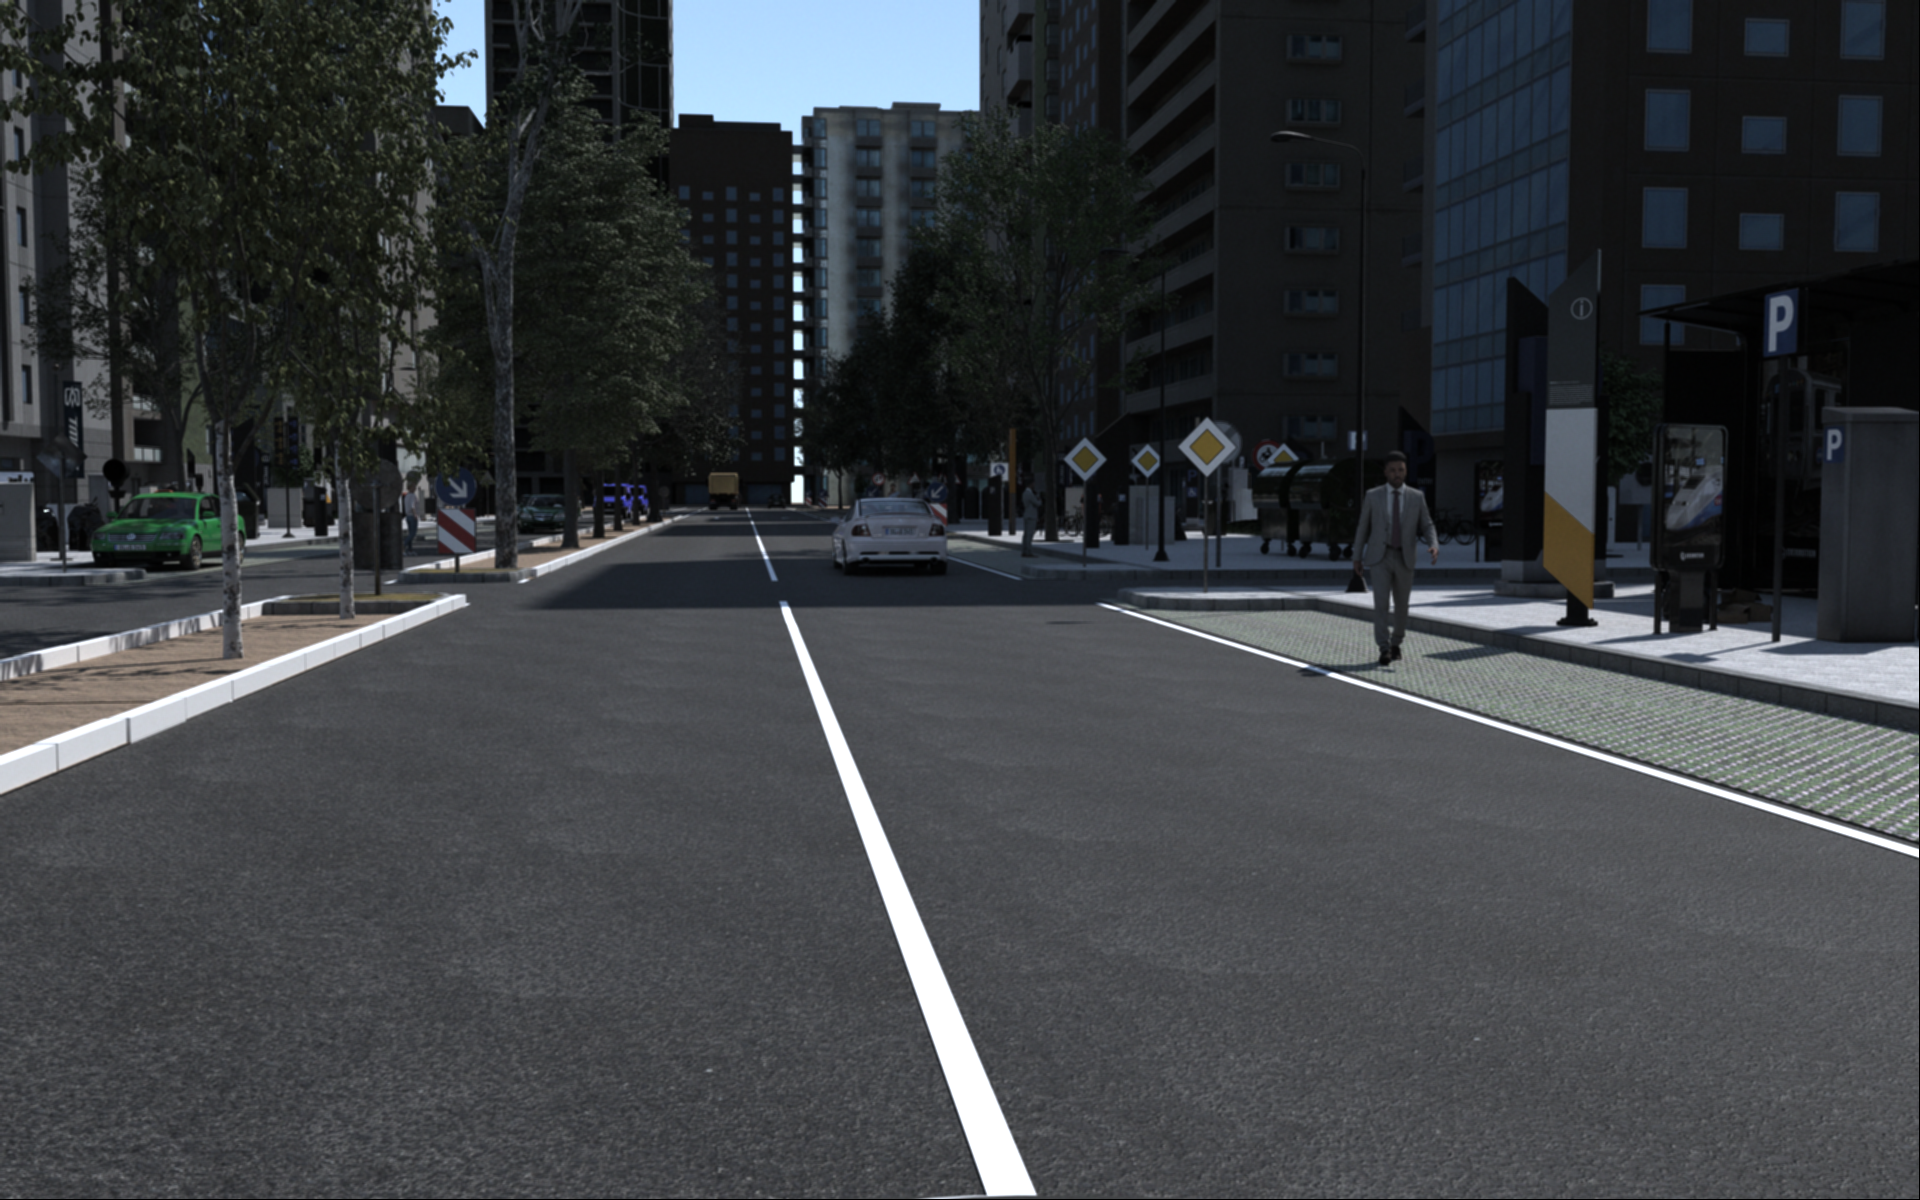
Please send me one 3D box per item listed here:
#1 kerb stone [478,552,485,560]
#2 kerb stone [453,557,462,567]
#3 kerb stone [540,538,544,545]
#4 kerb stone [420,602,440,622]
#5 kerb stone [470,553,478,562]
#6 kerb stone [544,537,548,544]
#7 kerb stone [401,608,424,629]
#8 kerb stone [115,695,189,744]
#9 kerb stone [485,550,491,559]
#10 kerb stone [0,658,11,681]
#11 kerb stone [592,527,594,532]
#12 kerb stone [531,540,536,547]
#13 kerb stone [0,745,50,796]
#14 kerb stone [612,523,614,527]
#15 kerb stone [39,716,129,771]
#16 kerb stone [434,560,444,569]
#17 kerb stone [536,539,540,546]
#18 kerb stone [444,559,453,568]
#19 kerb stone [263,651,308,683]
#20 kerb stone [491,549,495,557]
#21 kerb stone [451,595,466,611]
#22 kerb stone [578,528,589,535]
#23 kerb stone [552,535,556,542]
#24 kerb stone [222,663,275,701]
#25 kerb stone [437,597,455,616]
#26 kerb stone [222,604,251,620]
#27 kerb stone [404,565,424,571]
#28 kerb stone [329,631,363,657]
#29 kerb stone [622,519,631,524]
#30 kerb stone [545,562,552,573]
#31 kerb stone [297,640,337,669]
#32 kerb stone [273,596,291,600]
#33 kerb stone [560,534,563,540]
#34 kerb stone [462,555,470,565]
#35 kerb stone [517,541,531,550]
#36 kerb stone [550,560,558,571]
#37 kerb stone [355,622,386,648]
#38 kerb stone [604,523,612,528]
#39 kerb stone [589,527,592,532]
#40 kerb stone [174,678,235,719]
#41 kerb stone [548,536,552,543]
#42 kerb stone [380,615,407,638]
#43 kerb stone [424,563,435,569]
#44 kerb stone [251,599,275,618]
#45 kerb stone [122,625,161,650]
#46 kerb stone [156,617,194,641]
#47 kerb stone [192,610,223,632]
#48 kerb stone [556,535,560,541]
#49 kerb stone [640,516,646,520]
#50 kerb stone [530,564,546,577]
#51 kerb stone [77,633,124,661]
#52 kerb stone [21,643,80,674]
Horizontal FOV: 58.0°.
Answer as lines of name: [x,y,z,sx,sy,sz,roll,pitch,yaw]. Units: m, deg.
kerb stone: [-10.384,-0.911,37.149,0.120,0.150,1.000,0,4,-7]
kerb stone: [-9.997,-0.724,34.088,0.120,0.150,1.000,0,4,-7]
kerb stone: [-11.795,-1.596,48.342,0.120,0.150,1.000,0,4,-7]
kerb stone: [-6.050,0.162,19.560,0.120,0.150,1.000,0,4,-7]
kerb stone: [-10.256,-0.853,36.135,0.120,0.150,1.000,0,4,-7]
kerb stone: [-11.920,-1.662,49.365,0.120,0.150,1.000,0,4,-7]
kerb stone: [-5.913,0.226,18.538,0.120,0.150,1.000,0,4,-7]
kerb stone: [-4.881,0.720,10.424,0.120,0.150,1.000,0,4,-7]
kerb stone: [-10.520,-0.975,38.167,0.120,0.150,1.000,0,4,-7]
kerb stone: [-7.362,0.561,13.172,0.120,0.150,1.000,0,4,-7]
kerb stone: [-13.850,-2.591,64.617,0.120,0.150,1.000,0,4,-7]
kerb stone: [-11.539,-1.475,46.309,0.120,0.150,1.000,0,4,-7]
kerb stone: [-4.638,0.847,8.394,0.120,0.150,1.000,0,4,-7]
kerb stone: [-15.139,-3.216,74.782,0.120,0.150,1.000,0,4,-7]
kerb stone: [-4.767,0.782,9.408,0.120,0.150,1.000,0,4,-7]
kerb stone: [-9.741,-0.603,32.055,0.120,0.150,1.000,0,4,-7]
kerb stone: [-11.674,-1.536,47.325,0.120,0.150,1.000,0,4,-7]
kerb stone: [-9.876,-0.665,33.069,0.120,0.150,1.000,0,4,-7]
kerb stone: [-5.278,0.534,13.464,0.120,0.150,1.000,0,4,-7]
kerb stone: [-10.636,-1.035,39.183,0.120,0.150,1.000,0,4,-7]
kerb stone: [-6.302,0.037,21.599,0.120,0.150,1.000,0,4,-7]
kerb stone: [-13.603,-2.470,62.581,0.120,0.150,1.000,0,4,-7]
kerb stone: [-12.184,-1.785,51.400,0.120,0.150,1.000,0,4,-7]
kerb stone: [-5.143,0.597,12.451,0.120,0.150,1.000,0,4,-7]
kerb stone: [-6.176,0.099,20.582,0.120,0.150,1.000,0,4,-7]
kerb stone: [-8.129,0.178,19.278,0.120,0.150,1.000,0,4,-7]
kerb stone: [-9.480,-0.476,30.002,0.120,0.150,1.000,0,4,-7]
kerb stone: [-5.538,0.412,15.491,0.120,0.150,1.000,0,4,-7]
kerb stone: [-16.555,-3.901,85.970,0.120,0.150,1.000,0,4,-7]
kerb stone: [-7.533,-0.553,31.280,0.120,0.150,1.000,0,4,-7]
kerb stone: [-5.408,0.472,14.478,0.120,0.150,1.000,0,4,-7]
kerb stone: [-8.386,0.054,21.306,0.120,0.150,1.000,0,4,-7]
kerb stone: [-12.445,-1.911,53.435,0.120,0.150,1.000,0,4,-7]
kerb stone: [-10.126,-0.787,35.114,0.120,0.150,1.000,0,4,-7]
kerb stone: [-11.417,-1.413,45.294,0.120,0.150,1.000,0,4,-7]
kerb stone: [-7.653,-0.613,32.296,0.120,0.150,1.000,0,4,-7]
kerb stone: [-5.663,0.351,16.508,0.120,0.150,1.000,0,4,-7]
kerb stone: [-15.014,-3.154,73.762,0.120,0.150,1.000,0,4,-7]
kerb stone: [-13.724,-2.532,63.597,0.120,0.150,1.000,0,4,-7]
kerb stone: [-5.014,0.658,11.437,0.120,0.150,1.000,0,4,-7]
kerb stone: [-12.056,-1.724,50.381,0.120,0.150,1.000,0,4,-7]
kerb stone: [-5.784,0.286,17.523,0.120,0.150,1.000,0,4,-7]
kerb stone: [-9.612,-0.538,31.030,0.120,0.150,1.000,0,4,-7]
kerb stone: [-8.251,0.116,20.293,0.120,0.150,1.000,0,4,-7]
kerb stone: [-7.740,0.373,16.218,0.120,0.150,1.000,0,4,-7]
kerb stone: [-7.869,0.303,17.243,0.120,0.150,1.000,0,4,-7]
kerb stone: [-8.004,0.241,18.259,0.120,0.150,1.000,0,4,-7]
kerb stone: [-12.310,-1.848,52.422,0.120,0.150,1.000,0,4,-7]
kerb stone: [-18.352,-4.773,100.235,0.120,0.150,1.000,0,4,-7]
kerb stone: [-7.398,-0.494,30.266,0.120,0.150,1.000,0,4,-7]
kerb stone: [-7.606,0.430,15.202,0.120,0.150,1.000,0,4,-7]
kerb stone: [-7.485,0.490,14.186,0.120,0.150,1.000,0,4,-7]
